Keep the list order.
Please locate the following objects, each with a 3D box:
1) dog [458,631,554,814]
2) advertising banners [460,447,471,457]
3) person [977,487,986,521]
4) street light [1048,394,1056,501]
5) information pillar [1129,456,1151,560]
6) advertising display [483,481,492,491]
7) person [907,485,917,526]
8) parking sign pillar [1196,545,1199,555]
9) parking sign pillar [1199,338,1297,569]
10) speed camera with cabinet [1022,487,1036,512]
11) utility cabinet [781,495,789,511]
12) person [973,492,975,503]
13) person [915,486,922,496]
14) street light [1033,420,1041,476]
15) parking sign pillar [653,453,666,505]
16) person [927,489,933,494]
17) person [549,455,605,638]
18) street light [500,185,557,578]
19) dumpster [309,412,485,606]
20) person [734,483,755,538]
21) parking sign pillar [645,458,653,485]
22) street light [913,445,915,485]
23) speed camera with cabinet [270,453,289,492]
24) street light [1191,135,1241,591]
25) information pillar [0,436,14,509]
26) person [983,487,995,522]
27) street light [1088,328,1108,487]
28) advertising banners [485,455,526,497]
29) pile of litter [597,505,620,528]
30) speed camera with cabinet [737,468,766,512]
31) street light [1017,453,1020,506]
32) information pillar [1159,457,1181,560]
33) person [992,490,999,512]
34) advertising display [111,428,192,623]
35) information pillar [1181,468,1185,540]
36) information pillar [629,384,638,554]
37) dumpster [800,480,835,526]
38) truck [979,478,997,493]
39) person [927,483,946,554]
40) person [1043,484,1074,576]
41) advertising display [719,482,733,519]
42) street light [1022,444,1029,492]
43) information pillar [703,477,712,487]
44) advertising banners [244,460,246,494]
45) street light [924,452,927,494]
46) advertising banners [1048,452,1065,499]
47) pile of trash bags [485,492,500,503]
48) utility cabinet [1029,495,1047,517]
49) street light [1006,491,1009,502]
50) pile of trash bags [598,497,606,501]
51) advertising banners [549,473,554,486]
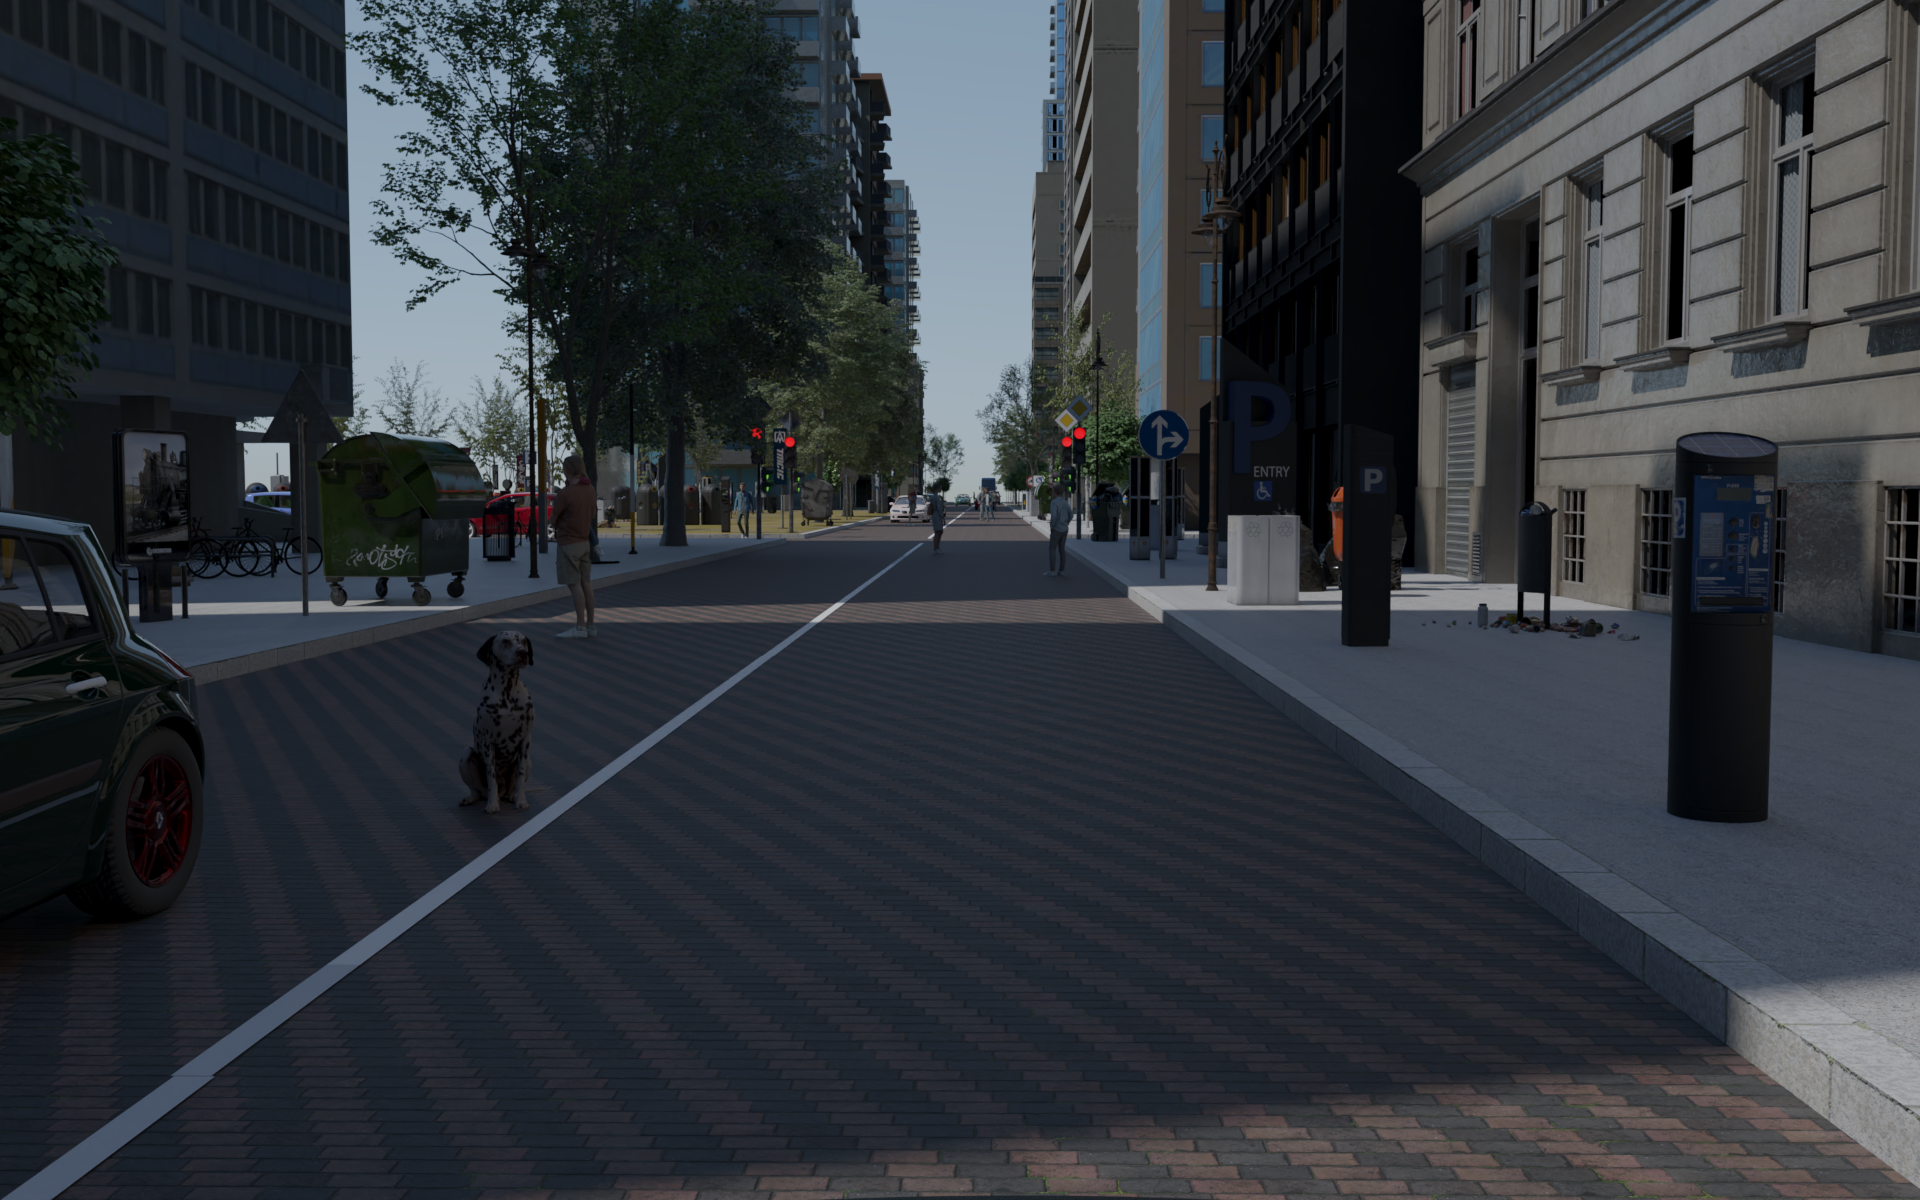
[{"bbox_3d":[-2.068,0.535,8.083,0.513,0.831,0.800,1,4,14],"label":"dog"},{"bbox_3d":[-18.807,-4.133,63.763,0.090,3.025,2.074,3,4,36],"label":"advertising banners"},{"bbox_3d":[1.228,-5.223,93.996,0.391,1.810,0.635,2,4,35],"label":"person"},{"bbox_3d":[4.342,-6.591,80.544,0.468,5.910,1.993,0,4,1],"label":"street light"},{"bbox_3d":[3.493,-1.779,33.575,0.304,2.012,0.304,-2,4,-31],"label":"information pillar"},{"bbox_3d":[-23.712,-4.953,86.189,0.123,1.923,0.974,3,5,40],"label":"advertising display"},{"bbox_3d":[-2.185,-4.295,78.698,0.573,1.828,0.580,-3,5,-40],"label":"person"},{"bbox_3d":[5.759,-2.952,36.743,1.447,3.967,1.447,2,4,26],"label":"parking sign pillar"},{"bbox_3d":[5.183,-2.548,30.133,1.447,3.967,1.447,-1,4,-17],"label":"parking sign pillar"},{"bbox_3d":[5.121,-7.987,124.919,0.660,3.252,2.038,-1,4,-21],"label":"speed camera with cabinet"},{"bbox_3d":[-12.881,-7.143,127.947,0.306,1.237,1.020,1,4,20],"label":"utility cabinet"},{"bbox_3d":[2.143,-15.806,266.906,0.705,1.826,1.348,0,4,-7],"label":"person"},{"bbox_3d":[-2.455,-5.475,97.370,0.474,1.900,0.648,2,4,24],"label":"person"},{"bbox_3d":[4.708,-8.145,105.957,0.468,5.910,1.993,0,4,1],"label":"street light"},{"bbox_3d":[-14.733,-6.106,88.307,1.447,3.967,1.447,-1,4,-14],"label":"parking sign pillar"},{"bbox_3d":[-2.093,-6.920,121.828,0.592,1.802,0.473,3,5,40],"label":"person"},{"bbox_3d":[-3.852,-0.546,17.396,0.573,1.828,0.580,-2,4,-25],"label":"person"},{"bbox_3d":[-6.522,-3.275,26.337,0.468,5.910,1.993,0,4,1],"label":"street light"},{"bbox_3d":[-6.641,-1.102,20.510,1.502,2.255,1.985,0,4,1],"label":"dumpster"},{"bbox_3d":[-6.693,-2.746,53.747,0.601,1.785,0.444,1,4,17],"label":"person"},{"bbox_3d":[-22.490,-8.486,127.215,1.447,3.967,1.447,-3,5,-44],"label":"parking sign pillar"},{"bbox_3d":[-4.306,-11.438,159.793,0.468,5.910,1.993,0,4,1],"label":"street light"},{"bbox_3d":[-31.911,-5.417,82.910,2.038,3.252,0.660,0,4,7],"label":"speed camera with cabinet"},{"bbox_3d":[3.345,-3.059,22.795,0.468,5.910,1.993,0,4,1],"label":"street light"},{"bbox_3d":[-12.807,-1.950,23.240,0.183,3.616,0.504,-1,4,-20],"label":"information pillar"},{"bbox_3d":[1.488,-4.967,90.056,0.623,1.781,0.721,1,4,22],"label":"person"},{"bbox_3d":[3.844,-4.626,48.427,0.468,5.910,1.993,0,4,1],"label":"street light"},{"bbox_3d":[-20.152,-4.922,76.661,2.074,3.025,0.090,-1,4,-17],"label":"advertising banners"},{"bbox_3d":[-13.517,-3.166,65.733,1.176,0.858,1.719,-1,4,-17],"label":"pile of litter"},{"bbox_3d":[-15.035,-7.981,124.824,2.038,3.252,0.660,1,4,8],"label":"speed camera with cabinet"},{"bbox_3d":[5.630,-11.215,156.146,0.468,5.910,1.993,0,4,1],"label":"street light"},{"bbox_3d":[4.089,-1.804,33.988,0.304,2.012,0.304,1,4,21],"label":"information pillar"},{"bbox_3d":[2.777,-7.908,138.319,0.617,1.759,0.750,1,4,19],"label":"person"},{"bbox_3d":[-8.094,-0.744,17.385,0.123,1.923,0.974,1,4,14],"label":"advertising display"},{"bbox_3d":[6.059,-2.666,48.088,0.304,2.012,0.304,1,4,22],"label":"information pillar"},{"bbox_3d":[-6.998,-2.791,36.980,0.183,3.616,0.504,-1,4,-9],"label":"information pillar"},{"bbox_3d":[-5.739,-3.904,69.583,1.264,1.857,1.865,0,4,1],"label":"dumpster"},{"bbox_3d":[4.762,-17.646,278.264,2.967,4.110,18.799,0,4,-1],"label":"truck"},{"bbox_3d":[-0.549,-1.962,41.585,0.522,1.701,0.512,-1,4,-21],"label":"person"},{"bbox_3d":[1.732,-1.229,30.397,0.589,1.601,0.330,-3,4,-37],"label":"person"},{"bbox_3d":[-12.214,-5.210,90.400,0.974,1.923,0.123,3,5,40],"label":"advertising display"},{"bbox_3d":[5.125,-9.711,131.562,0.468,5.910,1.993,0,4,1],"label":"street light"},{"bbox_3d":[-11.186,-4.420,76.756,0.304,2.012,0.304,3,4,38],"label":"information pillar"},{"bbox_3d":[-35.832,-5.627,88.186,2.074,3.025,0.090,-1,4,-21],"label":"advertising banners"},{"bbox_3d":[-3.719,-13.004,185.398,0.468,5.910,1.993,0,4,1],"label":"street light"},{"bbox_3d":[4.132,-4.712,73.221,0.090,3.025,2.074,2,4,27],"label":"advertising banners"},{"bbox_3d":[-24.341,-5.084,92.881,1.912,1.369,3.447,-3,4,-37],"label":"pile of trash bags"},{"bbox_3d":[4.469,-5.357,98.750,1.020,1.237,0.306,-1,4,-21],"label":"utility cabinet"},{"bbox_3d":[7.486,-17.925,265.853,0.468,5.910,1.993,0,4,1],"label":"street light"},{"bbox_3d":[-19.991,-5.667,102.410,3.447,1.369,1.912,1,4,19],"label":"pile of trash bags"},{"bbox_3d":[-28.738,-7.536,119.405,0.090,3.025,2.074,3,4,36],"label":"advertising banners"}]
